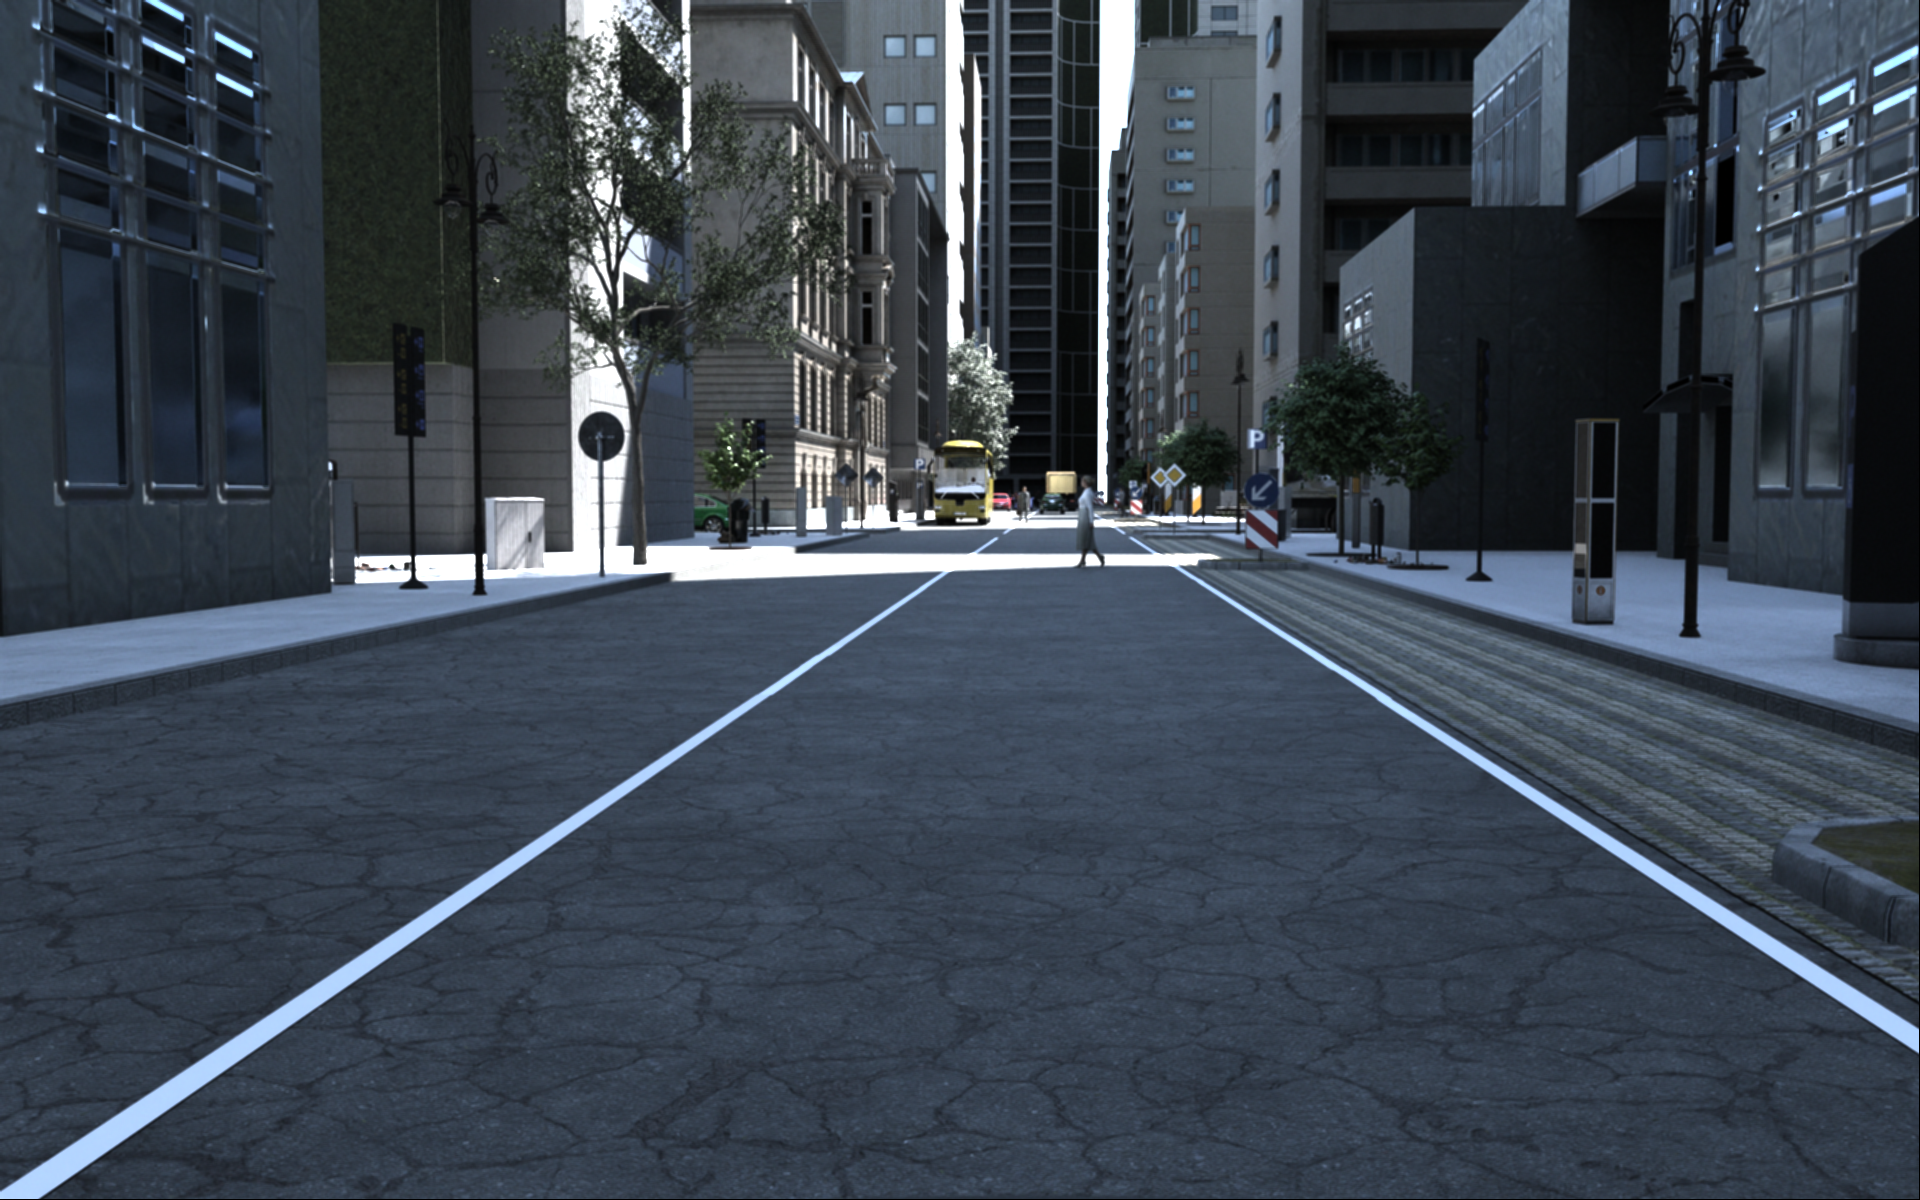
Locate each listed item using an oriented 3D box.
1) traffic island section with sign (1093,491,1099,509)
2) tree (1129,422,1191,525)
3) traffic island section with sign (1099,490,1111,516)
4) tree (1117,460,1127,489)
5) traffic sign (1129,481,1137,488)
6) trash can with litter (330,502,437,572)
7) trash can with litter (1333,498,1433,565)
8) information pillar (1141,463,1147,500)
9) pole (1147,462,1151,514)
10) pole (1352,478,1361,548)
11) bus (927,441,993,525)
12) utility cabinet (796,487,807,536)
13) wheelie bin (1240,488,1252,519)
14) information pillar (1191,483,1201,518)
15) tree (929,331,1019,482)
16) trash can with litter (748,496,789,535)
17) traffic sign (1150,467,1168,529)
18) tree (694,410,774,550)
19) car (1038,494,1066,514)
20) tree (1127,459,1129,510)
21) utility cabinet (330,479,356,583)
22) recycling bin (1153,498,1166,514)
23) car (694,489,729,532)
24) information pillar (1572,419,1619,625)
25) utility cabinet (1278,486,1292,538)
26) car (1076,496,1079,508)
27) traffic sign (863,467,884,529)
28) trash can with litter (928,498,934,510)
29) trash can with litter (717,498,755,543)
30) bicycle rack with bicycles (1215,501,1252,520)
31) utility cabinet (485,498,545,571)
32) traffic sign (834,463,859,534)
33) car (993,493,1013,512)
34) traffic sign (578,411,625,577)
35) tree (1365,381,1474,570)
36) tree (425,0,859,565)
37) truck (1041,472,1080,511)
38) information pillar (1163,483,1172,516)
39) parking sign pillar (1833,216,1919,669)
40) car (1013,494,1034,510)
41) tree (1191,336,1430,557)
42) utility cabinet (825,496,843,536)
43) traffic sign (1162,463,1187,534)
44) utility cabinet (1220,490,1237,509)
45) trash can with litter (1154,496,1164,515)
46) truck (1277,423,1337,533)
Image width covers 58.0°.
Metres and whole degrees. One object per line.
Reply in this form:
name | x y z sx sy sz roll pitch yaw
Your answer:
traffic island section with sign | 13.418 -9.604 165.654 1.989 1.847 2.006 0 4 3
tree | 10.218 -5.405 72.089 4.285 4.588 4.351 0 3 0
traffic island section with sign | 10.459 -6.535 115.469 1.989 1.847 2.006 0 4 3
tree | 14.444 -9.602 140.704 4.285 4.588 4.351 0 3 0
traffic sign | 13.222 -7.966 132.381 0.606 2.300 0.079 1 4 11
trash can with litter | -9.960 -1.098 29.004 2.233 1.210 1.678 0 4 -8
trash can with litter | 7.816 -1.306 32.413 1.678 1.210 2.233 0 4 1
information pillar | 13.818 -8.457 129.624 0.504 3.616 0.183 -1 4 -19
pole | 12.192 -7.212 111.757 0.158 3.312 0.155 0 3 0
pole | 9.398 -2.885 41.010 0.158 3.312 0.155 0 3 0
bus | 0.226 -5.617 83.379 2.896 3.916 12.252 0 4 2
utility cabinet | -4.833 -2.685 52.571 0.318 1.500 1.173 0 4 -7
wheelie bin | 14.778 -5.003 89.714 0.693 1.594 0.980 -3 5 -44
information pillar | 12.770 -6.245 93.463 0.504 3.616 0.183 -1 4 -17
tree | -0.295 -13.965 134.990 9.857 13.997 8.962 0 3 0
trash can with litter | -6.275 -2.690 55.033 1.678 1.210 2.233 -1 4 -9
traffic sign | 7.355 -3.667 63.605 0.795 2.450 0.064 0 4 3
tree | -5.397 -2.772 39.929 1.663 3.219 1.824 0 3 0
car | 6.834 -7.137 128.485 2.131 1.459 4.920 0 4 2
tree | 10.342 -5.825 78.950 4.285 4.588 4.351 0 3 0
utility cabinet | -8.936 -1.000 25.028 0.318 1.500 1.173 -1 4 -21
recycling bin | 12.742 -5.954 109.909 0.722 1.027 0.722 -2 4 -26
car | -9.703 -3.116 59.736 4.718 1.807 1.959 0 4 1
information pillar | 6.258 -0.769 17.069 0.304 2.012 0.304 0 4 -7
utility cabinet | 9.413 -2.559 50.516 0.318 1.500 1.173 1 4 20
car | 11.670 -10.466 183.115 2.014 1.417 4.499 0 4 4
traffic sign | -3.220 -3.707 64.249 0.795 2.450 0.064 0 4 3
trash can with litter | -2.149 -7.720 137.286 2.233 1.210 1.678 3 4 37
trash can with litter | -5.886 -2.082 45.435 0.624 1.170 1.055 2 4 24
bicycle rack with bicycles | 14.272 -4.505 87.045 2.925 0.926 2.852 -2 4 -25
utility cabinet | -7.551 -1.117 29.432 0.306 1.237 1.020 3 4 38
traffic sign | -3.691 -3.219 56.278 0.795 2.450 0.064 0 4 3
car | 3.299 -8.211 143.284 2.155 1.783 4.494 0 4 3
traffic sign | -5.542 -1.629 26.742 0.768 2.556 0.104 1 4 13
tree | 7.750 -2.150 29.760 1.663 3.219 1.824 0 3 0
tree | -5.683 -5.926 31.300 8.767 10.594 7.601 1 4 12
truck | 8.755 -9.432 150.136 3.469 3.379 9.791 0 4 3
information pillar | 12.136 -6.702 100.932 0.504 3.616 0.183 -3 5 -39
parking sign pillar | 7.471 -1.506 13.102 1.447 3.967 1.447 1 4 20
car | 5.674 -8.909 155.246 1.945 1.707 3.694 0 4 3
tree | 7.911 -3.203 36.081 4.285 4.588 4.351 0 3 0
utility cabinet | -3.917 -2.617 53.949 0.306 1.237 1.020 -1 4 -19
traffic sign | 6.883 -3.180 55.634 0.795 2.450 0.064 0 4 3
utility cabinet | 16.014 -5.739 102.510 1.173 1.500 0.318 2 4 32
trash can with litter | 12.192 -5.788 106.013 0.624 1.170 1.055 0 4 2
truck | 16.674 -4.322 59.576 11.283 4.237 2.839 0 4 5
